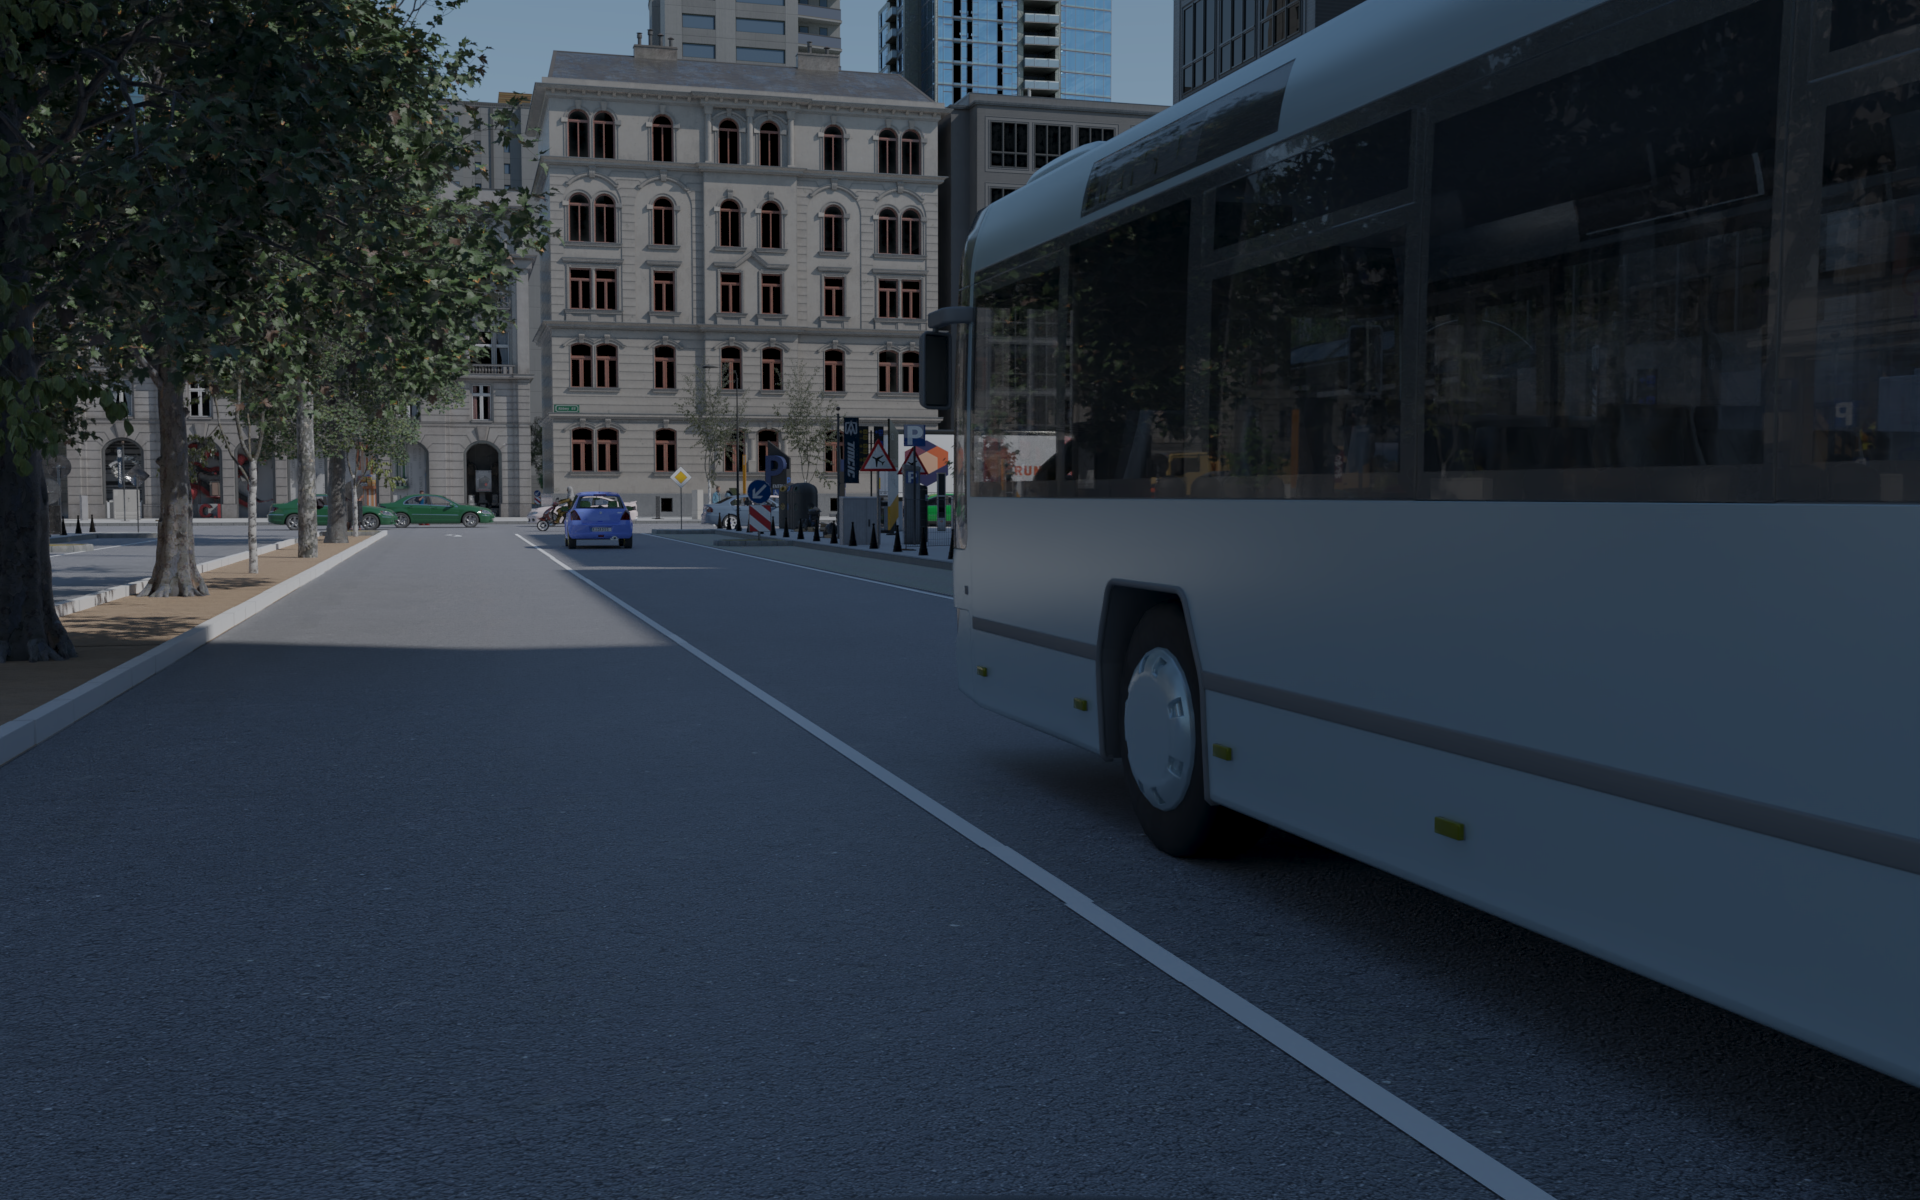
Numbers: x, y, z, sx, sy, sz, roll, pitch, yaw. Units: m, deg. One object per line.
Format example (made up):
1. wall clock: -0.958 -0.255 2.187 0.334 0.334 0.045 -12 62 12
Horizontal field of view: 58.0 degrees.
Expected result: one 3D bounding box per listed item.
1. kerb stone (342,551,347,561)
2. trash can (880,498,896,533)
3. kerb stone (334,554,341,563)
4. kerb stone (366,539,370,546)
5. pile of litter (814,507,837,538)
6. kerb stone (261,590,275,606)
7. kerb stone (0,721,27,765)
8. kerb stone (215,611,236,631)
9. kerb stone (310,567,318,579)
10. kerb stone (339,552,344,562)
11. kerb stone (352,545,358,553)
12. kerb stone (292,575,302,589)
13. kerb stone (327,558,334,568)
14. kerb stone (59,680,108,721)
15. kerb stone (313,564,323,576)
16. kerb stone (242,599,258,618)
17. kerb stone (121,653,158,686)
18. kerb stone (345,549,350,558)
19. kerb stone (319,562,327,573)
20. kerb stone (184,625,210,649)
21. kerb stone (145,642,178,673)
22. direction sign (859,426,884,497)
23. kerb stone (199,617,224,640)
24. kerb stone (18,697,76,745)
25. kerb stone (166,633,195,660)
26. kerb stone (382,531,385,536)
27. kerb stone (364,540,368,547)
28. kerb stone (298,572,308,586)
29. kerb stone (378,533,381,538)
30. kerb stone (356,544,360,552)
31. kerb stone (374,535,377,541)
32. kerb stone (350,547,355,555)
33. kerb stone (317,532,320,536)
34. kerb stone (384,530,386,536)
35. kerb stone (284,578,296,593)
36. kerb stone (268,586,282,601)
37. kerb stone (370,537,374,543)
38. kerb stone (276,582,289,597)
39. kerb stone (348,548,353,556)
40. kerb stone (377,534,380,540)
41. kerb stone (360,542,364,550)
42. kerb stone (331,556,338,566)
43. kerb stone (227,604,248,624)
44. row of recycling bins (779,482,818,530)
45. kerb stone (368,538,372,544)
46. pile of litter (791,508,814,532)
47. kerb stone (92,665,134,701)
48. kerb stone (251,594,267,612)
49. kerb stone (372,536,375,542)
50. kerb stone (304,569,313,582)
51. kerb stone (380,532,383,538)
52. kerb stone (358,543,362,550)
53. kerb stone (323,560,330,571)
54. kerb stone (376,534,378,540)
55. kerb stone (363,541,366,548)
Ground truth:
1. kerb stone: -13.221 -0.901 36.952 0.120 0.150 1.000 -1 4 -16
2. trash can: -2.385 -2.761 56.798 0.748 1.137 0.748 0 3 0
3. kerb stone: -12.651 -0.778 34.976 0.120 0.150 1.000 -1 4 -16
4. kerb stone: -16.096 -1.500 46.815 0.120 0.150 1.000 -1 4 -16
5. pile of litter: -3.305 -2.251 50.770 1.719 0.858 1.176 -1 4 -10
6. kerb stone: -8.905 0.005 22.151 0.120 0.150 1.000 -1 4 -16
7. kerb stone: -5.168 0.787 9.324 0.120 0.150 1.000 -1 4 -16
8. kerb stone: -7.759 0.248 18.201 0.120 0.150 1.000 -1 4 -16
9. kerb stone: -10.922 -0.420 29.069 0.120 0.150 1.000 -1 4 -16
10. kerb stone: -12.941 -0.842 35.966 0.120 0.150 1.000 -1 4 -16
11. kerb stone: -14.373 -1.143 40.890 0.120 0.150 1.000 -1 4 -16
12. kerb stone: -10.060 -0.238 26.094 0.120 0.150 1.000 -1 4 -16
13. kerb stone: -12.071 -0.661 33.006 0.120 0.150 1.000 -1 4 -16
14. kerb stone: -5.739 0.667 11.297 0.120 0.150 1.000 -1 4 -16
15. kerb stone: -11.205 -0.481 30.054 0.120 0.150 1.000 -1 4 -16
16. kerb stone: -8.331 0.127 20.184 0.120 0.150 1.000 -1 4 -16
17. kerb stone: -6.316 0.546 13.269 0.120 0.150 1.000 -1 4 -16
18. kerb stone: -13.510 -0.962 37.935 0.120 0.150 1.000 -1 4 -16
19. kerb stone: -11.493 -0.541 31.038 0.120 0.150 1.000 -1 4 -16
20. kerb stone: -7.187 0.370 16.233 0.120 0.150 1.000 -1 4 -16
21. kerb stone: -6.600 0.486 14.253 0.120 0.150 1.000 -1 4 -16
22. direction sign: -2.958 -4.022 57.750 0.876 3.537 0.379 -1 4 -21
23. kerb stone: -7.470 0.304 17.217 0.120 0.150 1.000 -1 4 -16
24. kerb stone: -5.450 0.727 10.314 0.120 0.150 1.000 -1 4 -16
25. kerb stone: -6.891 0.425 15.242 0.120 0.150 1.000 -1 4 -16
26. kerb stone: -18.971 -2.107 56.672 0.120 0.150 1.000 -1 4 -16
27. kerb stone: -15.815 -1.445 45.826 0.120 0.150 1.000 -1 4 -16
28. kerb stone: -10.344 -0.299 27.085 0.120 0.150 1.000 -1 4 -16
29. kerb stone: -18.110 -1.923 53.716 0.120 0.150 1.000 -1 4 -16
30. kerb stone: -14.671 -1.204 41.879 0.120 0.150 1.000 -1 4 -16
31. kerb stone: -17.251 -1.747 50.764 0.120 0.150 1.000 -1 4 -16
32. kerb stone: -14.085 -1.083 39.903 0.120 0.150 1.000 -1 4 -16
33. kerb stone: -21.861 -2.250 59.062 0.120 0.150 1.000 -1 4 -16
34. kerb stone: -19.265 -2.164 57.653 0.120 0.150 1.000 -1 4 -16
35. kerb stone: -9.772 -0.178 25.110 0.120 0.150 1.000 -1 4 -16
36. kerb stone: -9.197 -0.057 23.133 0.120 0.150 1.000 -1 4 -16
37. kerb stone: -16.675 -1.626 48.788 0.120 0.150 1.000 -1 4 -16
38. kerb stone: -9.484 -0.118 24.117 0.120 0.150 1.000 -1 4 -16
39. kerb stone: -13.797 -1.022 38.918 0.120 0.150 1.000 -1 4 -16
40. kerb stone: -17.830 -1.868 52.730 0.120 0.150 1.000 -1 4 -16
41. kerb stone: -15.242 -1.323 43.857 0.120 0.150 1.000 -1 4 -16
42. kerb stone: -12.362 -0.720 33.993 0.120 0.150 1.000 -1 4 -16
43. kerb stone: -8.042 0.184 19.186 0.120 0.150 1.000 -1 4 -16
44. row of recycling bins: -5.850 -3.417 62.978 1.069 1.692 3.534 -1 4 -16
45. kerb stone: -16.391 -1.566 47.798 0.120 0.150 1.000 -1 4 -16
46. pile of litter: -4.900 -2.758 59.063 1.719 0.858 1.176 0 4 1
47. kerb stone: -6.029 0.606 12.280 0.120 0.150 1.000 -1 4 -16
48. kerb stone: -8.615 0.064 21.168 0.120 0.150 1.000 -1 4 -16
49. kerb stone: -16.966 -1.682 49.780 0.120 0.150 1.000 -1 4 -16
50. kerb stone: -10.635 -0.360 28.078 0.120 0.150 1.000 -1 4 -16
51. kerb stone: -18.398 -1.983 54.699 0.120 0.150 1.000 -1 4 -16
52. kerb stone: -14.951 -1.263 42.865 0.120 0.150 1.000 -1 4 -16
53. kerb stone: -11.787 -0.601 32.021 0.120 0.150 1.000 -1 4 -16
54. kerb stone: -17.546 -1.807 51.745 0.120 0.150 1.000 -1 4 -16
55. kerb stone: -15.528 -1.385 44.842 0.120 0.150 1.000 -1 4 -16
